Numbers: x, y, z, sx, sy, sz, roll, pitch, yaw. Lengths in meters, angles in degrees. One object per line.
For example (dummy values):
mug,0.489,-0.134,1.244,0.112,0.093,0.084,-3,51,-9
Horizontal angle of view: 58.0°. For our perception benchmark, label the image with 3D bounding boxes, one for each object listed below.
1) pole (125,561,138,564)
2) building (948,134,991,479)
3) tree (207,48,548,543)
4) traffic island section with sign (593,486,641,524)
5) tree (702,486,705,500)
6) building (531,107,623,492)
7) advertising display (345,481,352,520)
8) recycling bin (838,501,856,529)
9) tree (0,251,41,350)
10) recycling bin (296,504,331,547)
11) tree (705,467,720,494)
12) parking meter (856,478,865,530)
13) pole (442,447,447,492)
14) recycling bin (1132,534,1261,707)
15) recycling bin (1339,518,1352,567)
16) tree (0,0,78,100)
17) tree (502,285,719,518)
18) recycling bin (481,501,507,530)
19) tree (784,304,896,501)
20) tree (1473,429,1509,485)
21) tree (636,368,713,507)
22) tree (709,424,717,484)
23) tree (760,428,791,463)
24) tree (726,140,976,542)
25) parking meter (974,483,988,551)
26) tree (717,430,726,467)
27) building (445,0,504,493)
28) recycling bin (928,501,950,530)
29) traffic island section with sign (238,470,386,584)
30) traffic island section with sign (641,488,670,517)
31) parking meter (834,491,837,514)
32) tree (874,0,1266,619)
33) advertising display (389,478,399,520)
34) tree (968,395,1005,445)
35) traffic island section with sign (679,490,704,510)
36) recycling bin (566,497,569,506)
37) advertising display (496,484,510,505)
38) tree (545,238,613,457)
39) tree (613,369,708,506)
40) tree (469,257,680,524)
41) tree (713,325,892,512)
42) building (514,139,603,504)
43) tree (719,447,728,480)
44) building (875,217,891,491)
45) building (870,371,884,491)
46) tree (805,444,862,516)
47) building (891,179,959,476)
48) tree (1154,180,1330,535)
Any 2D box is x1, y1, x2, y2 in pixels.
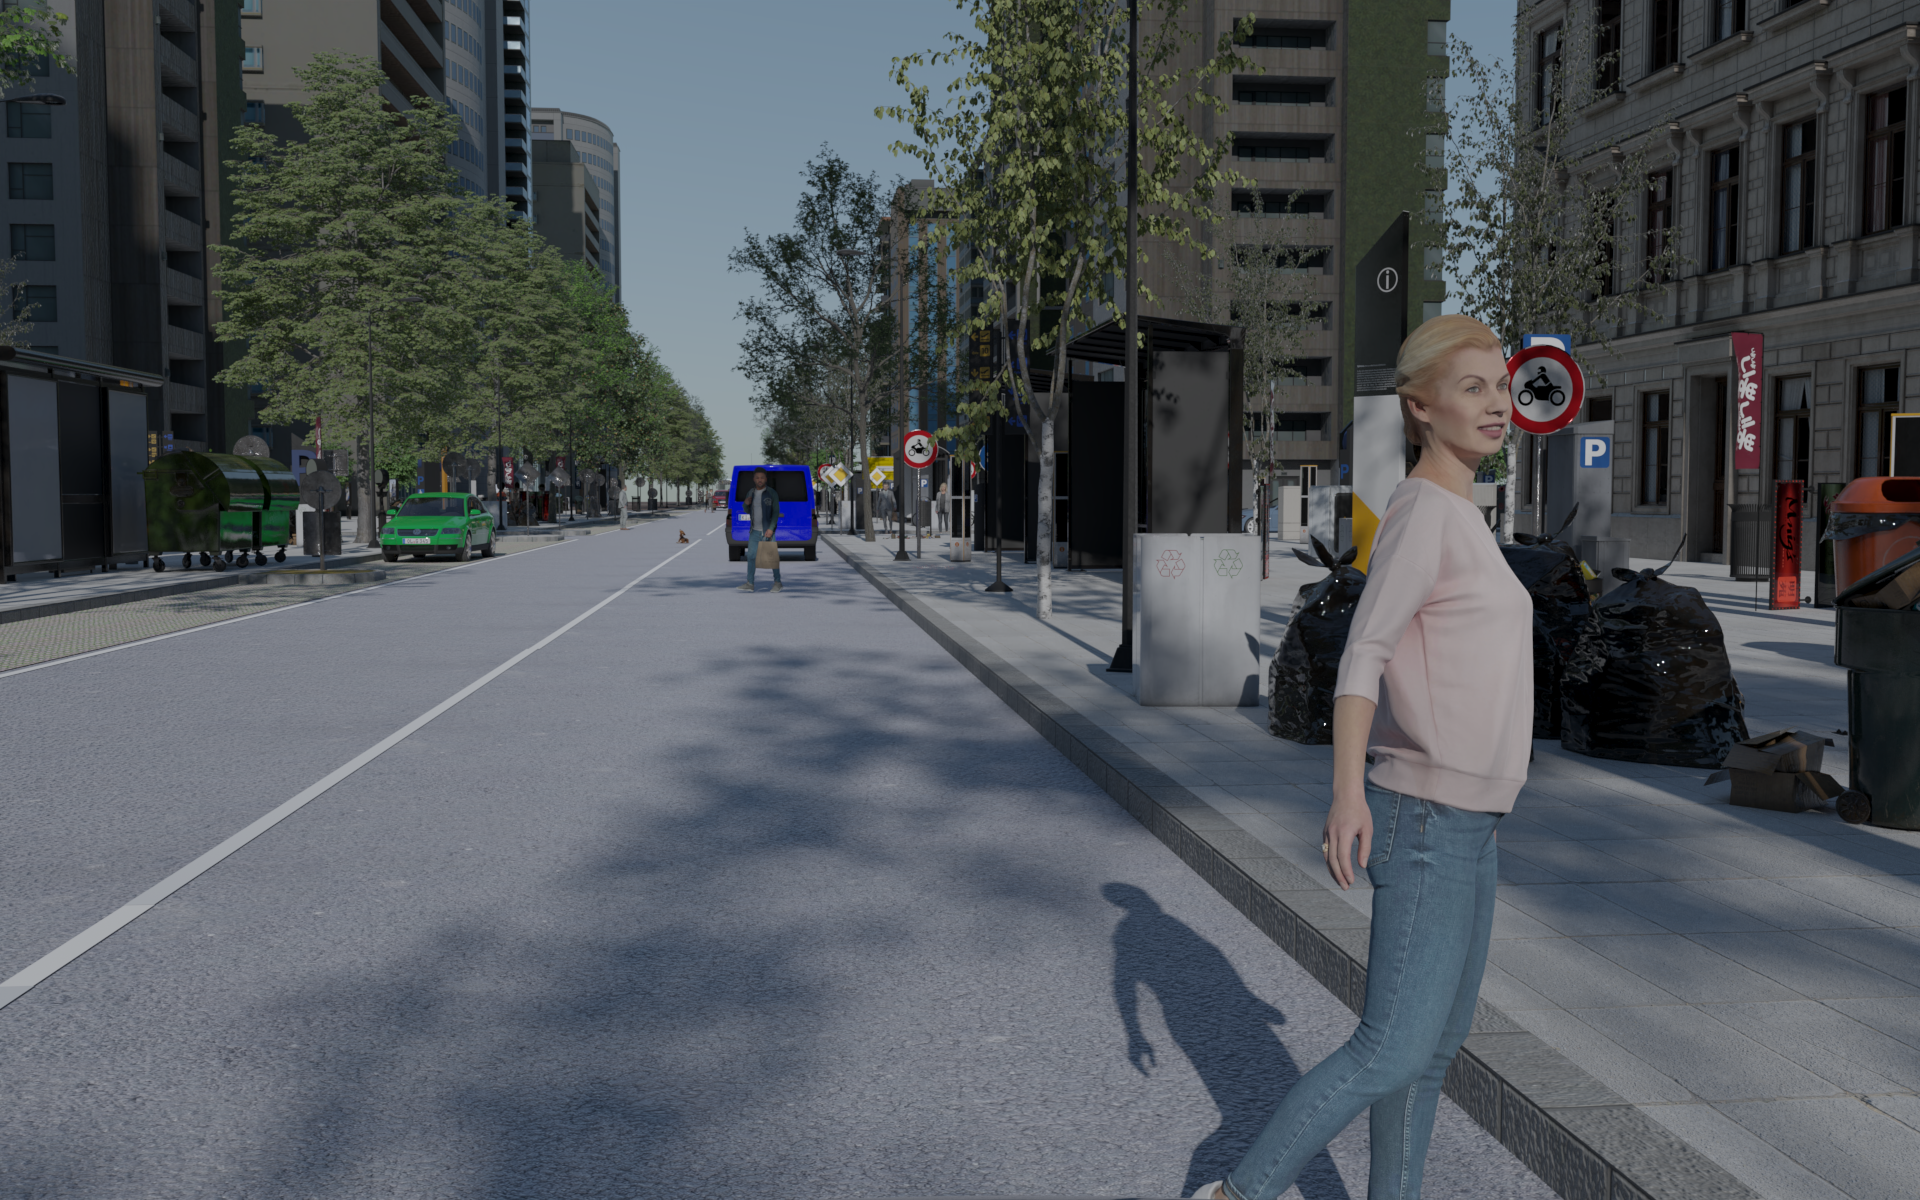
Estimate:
pole,-15.140,-2.307,31.564,0.158,3.312,0.155,0,3,0
building,12.772,-30.404,188.990,32.217,40.220,23.993,0,4,-6
tree,-15.671,-7.777,45.280,7.486,12.596,7.792,0,3,0
traffic island section with sign,-16.570,-4.574,83.407,1.989,1.847,2.006,0,4,-6
tree,-38.138,-18.827,258.188,4.360,8.622,3.978,0,3,0
building,-63.378,-44.157,263.969,21.231,58.520,28.212,0,4,-6
advertising display,-30.646,-4.991,86.815,0.123,1.923,0.974,-2,4,-30
recycling bin,-4.116,-3.162,64.246,0.722,1.027,0.722,-1,4,-12
tree,-24.580,-5.580,41.591,4.360,8.622,3.978,0,3,0
recycling bin,-15.863,-1.835,42.554,0.722,1.027,0.722,-1,4,-9
tree,-39.536,-19.625,271.227,4.737,8.622,4.395,0,3,0
parking meter,-3.532,-3.474,62.508,0.399,1.863,0.255,2,4,26
pole,-21.972,-4.893,73.848,0.158,3.312,0.155,0,3,0
recycling bin,1.460,0.109,10.772,0.722,1.027,0.722,0,4,1
recycling bin,4.338,-0.324,17.859,0.722,1.027,0.722,0,4,-1
tree,-11.006,-5.367,13.511,9.928,11.665,9.643,0,3,0
tree,-20.045,-10.823,93.959,9.611,12.733,9.660,0,3,0
recycling bin,-16.846,-3.057,62.544,0.722,1.027,0.722,3,5,43
tree,-4.599,-7.075,66.047,4.360,8.622,3.978,0,3,0
tree,22.635,-5.604,75.336,4.285,4.588,4.351,0,3,0
tree,-29.228,-15.799,168.685,12.009,13.543,11.850,0,3,0
tree,-31.865,-16.824,193.192,7.486,12.596,7.792,0,3,0
tree,-23.506,-19.141,238.702,9.928,11.665,9.643,0,3,0
tree,-2.751,-6.846,46.337,7.601,10.594,8.767,0,4,3
parking meter,0.499,-1.880,39.157,0.372,1.533,0.369,0,3,0
tree,-37.420,-20.327,250.467,7.486,12.596,7.792,0,3,0
building,-51.027,-36.913,145.530,21.231,58.520,28.212,0,4,-6
recycling bin,-0.688,-3.047,62.372,0.722,1.027,0.722,1,4,22
traffic island section with sign,-10.545,-1.209,28.390,1.989,1.847,2.006,0,4,-6
traffic island section with sign,-19.542,-6.227,110.446,1.989,1.847,2.006,0,4,-6
parking meter,-8.022,-6.231,110.287,0.372,1.533,0.369,0,3,0
tree,0.971,-4.127,17.840,4.737,8.622,4.395,0,3,0
advertising display,-23.369,-4.056,71.531,0.123,1.923,0.974,-2,4,-34
tree,2.601,-9.855,111.485,4.360,8.622,3.978,0,3,0
traffic island section with sign,-24.990,-9.266,160.123,1.989,1.847,2.006,0,4,-6
recycling bin,-30.282,-7.328,132.374,0.722,1.027,0.722,-1,4,-23
advertising display,-28.741,-6.335,108.792,0.974,1.923,0.123,0,4,4
tree,-17.526,-9.053,66.138,7.486,12.596,7.792,0,3,0
tree,-26.155,-14.120,148.987,7.486,12.596,7.792,0,3,0
tree,-17.707,-9.154,75.419,9.928,11.665,9.643,0,3,0
tree,-9.616,-13.004,122.978,12.009,13.543,11.850,0,3,0
building,-61.461,-37.662,239.475,21.300,48.544,21.600,0,4,-6
tree,-33.090,-18.011,211.490,9.611,12.733,9.660,0,3,0
building,-1.767,-37.515,267.994,22.147,44.769,28.867,0,4,-6
building,-8.237,-31.729,290.471,14.160,30.474,14.107,0,4,-6
tree,-7.596,-7.353,103.938,4.285,4.588,4.351,0,3,0
building,-2.440,-36.460,246.233,14.600,45.320,14.200,0,4,-6
tree,6.642,-5.469,39.776,4.360,8.622,3.978,0,3,0
